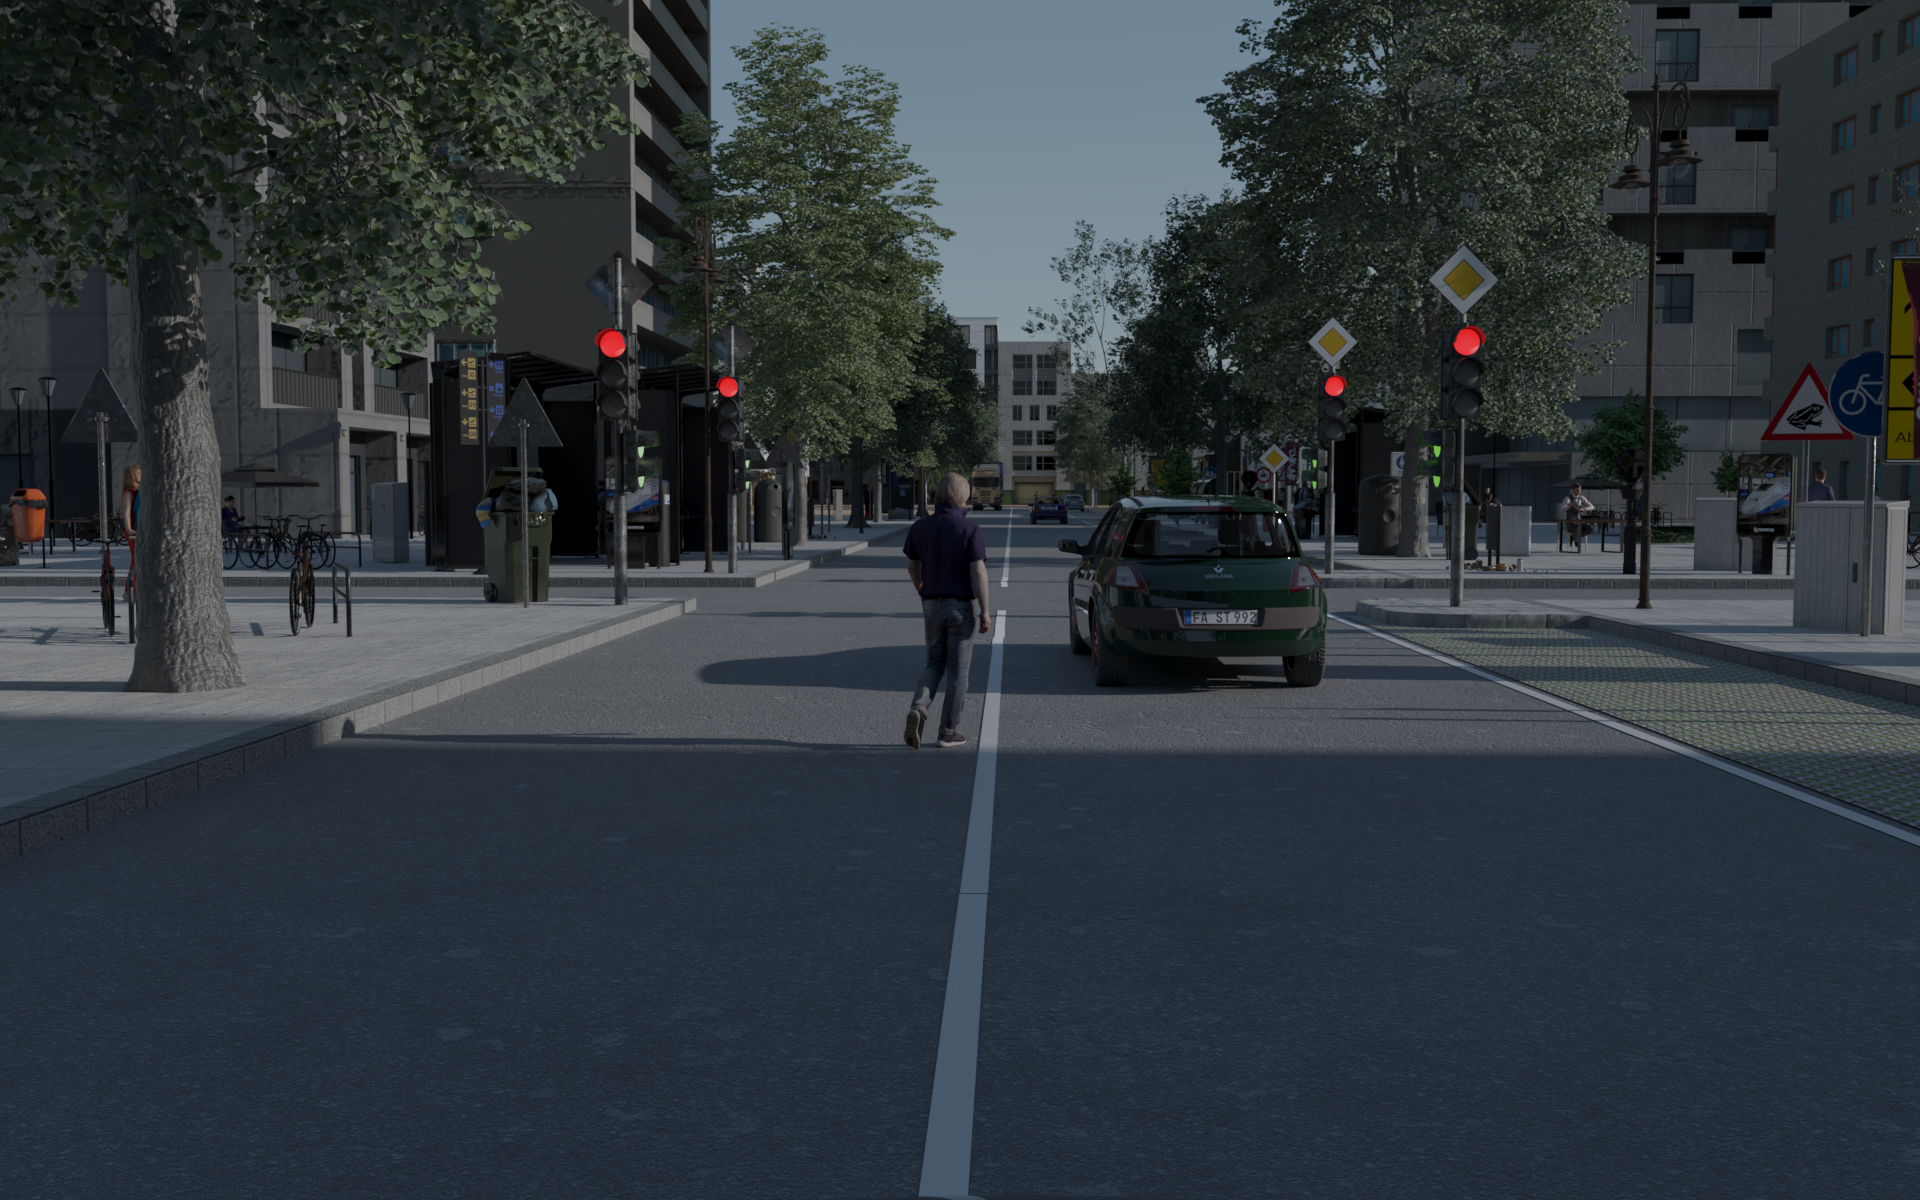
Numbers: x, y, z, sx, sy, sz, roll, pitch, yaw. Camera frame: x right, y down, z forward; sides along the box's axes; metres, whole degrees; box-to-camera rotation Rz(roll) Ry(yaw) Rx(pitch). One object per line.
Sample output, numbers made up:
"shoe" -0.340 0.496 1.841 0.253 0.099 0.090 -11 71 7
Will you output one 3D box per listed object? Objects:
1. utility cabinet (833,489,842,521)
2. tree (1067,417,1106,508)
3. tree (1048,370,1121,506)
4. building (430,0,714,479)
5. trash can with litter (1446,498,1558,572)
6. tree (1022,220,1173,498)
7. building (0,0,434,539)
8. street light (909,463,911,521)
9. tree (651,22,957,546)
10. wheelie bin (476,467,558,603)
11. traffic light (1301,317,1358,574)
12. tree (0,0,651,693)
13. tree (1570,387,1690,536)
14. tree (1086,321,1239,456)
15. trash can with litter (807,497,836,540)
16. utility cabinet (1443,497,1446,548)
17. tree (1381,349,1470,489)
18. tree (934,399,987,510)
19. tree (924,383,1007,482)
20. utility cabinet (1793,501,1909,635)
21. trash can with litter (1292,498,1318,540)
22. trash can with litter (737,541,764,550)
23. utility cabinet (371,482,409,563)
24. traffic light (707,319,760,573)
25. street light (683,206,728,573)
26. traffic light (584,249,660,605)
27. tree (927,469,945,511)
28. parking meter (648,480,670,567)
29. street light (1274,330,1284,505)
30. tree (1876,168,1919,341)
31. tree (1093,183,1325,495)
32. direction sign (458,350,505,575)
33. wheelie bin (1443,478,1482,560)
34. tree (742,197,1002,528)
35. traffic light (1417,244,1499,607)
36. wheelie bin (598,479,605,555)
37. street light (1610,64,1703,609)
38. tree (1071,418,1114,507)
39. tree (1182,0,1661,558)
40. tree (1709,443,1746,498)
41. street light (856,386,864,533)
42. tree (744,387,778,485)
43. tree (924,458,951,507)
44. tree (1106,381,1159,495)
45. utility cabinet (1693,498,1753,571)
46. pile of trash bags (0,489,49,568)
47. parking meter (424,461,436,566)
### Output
"utility cabinet" -5.806 -4.487 82.046 0.318 1.500 1.173 -1 4 -11
"tree" 12.321 -12.878 160.915 4.360 8.622 3.978 0 3 0
"tree" 13.771 -16.727 180.141 9.857 13.997 8.962 0 3 0
"building" -24.997 -28.365 87.463 21.300 48.544 21.600 0 4 2
"trash can with litter" 9.098 -1.128 29.493 1.678 1.210 2.233 0 4 2
"tree" 10.656 -16.128 119.585 12.611 20.169 13.585 0 3 0
"building" -27.534 -37.892 57.785 20.563 71.187 20.611 0 4 2
"street light" -2.425 -6.798 83.928 0.468 5.910 1.993 0 4 2
"tree" -3.914 -7.625 42.788 7.486 12.596 7.792 0 3 0
"wheelie bin" -5.224 -0.776 20.598 0.980 1.594 0.693 -3 5 -43
"traffic light" 5.896 -2.368 27.640 0.839 4.253 0.868 0 4 2
"tree" -5.107 -6.379 10.957 9.857 13.997 8.962 0 3 0
"tree" 20.461 -4.240 53.031 4.285 4.588 4.351 0 3 0
"tree" 10.678 -9.279 86.119 8.767 10.594 7.601 0 4 -5
"trash can with litter" -4.362 -2.356 49.571 1.678 1.210 2.233 -1 4 -10
"utility cabinet" 11.809 -1.829 41.066 0.306 1.237 1.020 -1 4 -10
"tree" 21.050 -7.850 78.705 4.360 8.622 3.978 0 3 0
"tree" -1.604 -12.993 138.183 9.928 11.665 9.643 0 3 0
"tree" 0.014 -16.309 173.310 9.857 13.997 8.962 0 3 0
"utility cabinet" 8.348 -0.313 16.279 0.306 1.237 1.020 -1 4 -22
"trash can with litter" 9.493 -2.284 48.726 1.055 1.170 0.624 -2 4 -26
"trash can with litter" -5.754 -1.774 40.059 2.233 1.210 1.678 2 4 35
"utility cabinet" -10.689 -1.454 32.446 0.318 1.500 1.173 -3 4 -37
"traffic light" -3.661 -2.385 27.916 0.839 4.253 0.868 0 4 2
"street light" -4.114 -3.388 28.174 0.468 5.910 1.993 0 4 2
"traffic light" -3.906 -1.897 19.935 0.839 4.253 0.868 0 4 2
"tree" -1.802 -8.295 130.226 1.663 3.219 1.824 0 3 0
"parking meter" -5.311 -1.354 30.546 0.372 1.533 0.369 0 3 0
"street light" 8.512 -4.508 46.492 0.468 5.910 1.993 0 4 2
"tree" 20.806 -5.206 35.485 4.360 8.622 3.978 0 3 0
"tree" 9.637 -9.008 64.286 9.611 12.733 9.660 0 3 0
"direction sign" -7.591 -2.176 27.577 0.379 3.537 0.876 2 4 35
"wheelie bin" 9.756 -1.578 33.714 0.693 1.594 0.980 0 4 8
"tree" -4.001 -9.103 65.844 9.611 12.733 9.660 0 3 0
"traffic light" 5.651 -1.880 19.659 0.839 4.253 0.868 0 4 2
"wheelie bin" -7.686 -1.773 36.890 0.980 1.594 0.693 1 4 19
"street light" 7.667 -2.841 19.233 0.468 5.910 1.993 0 4 2
"tree" 13.069 -13.284 167.549 4.737 8.622 4.395 0 3 0
"tree" 9.306 -7.838 34.803 9.857 13.997 8.962 0 3 0
"tree" 29.468 -4.390 66.382 1.663 3.219 1.824 0 3 0
"street light" -3.213 -5.108 56.310 0.468 5.910 1.993 0 4 2
"tree" -9.353 -8.577 90.600 4.360 8.622 3.978 0 3 0
"tree" -2.132 -10.363 119.796 4.360 8.622 3.978 0 3 0
"tree" 10.357 -8.805 94.317 4.360 8.622 3.978 0 3 0
"utility cabinet" 12.885 -1.094 29.052 1.020 1.237 0.306 2 4 33
"pile of trash bags" -17.254 -1.261 30.374 3.447 1.369 1.912 2 4 25
"parking meter" -9.447 -1.547 31.003 0.255 1.863 0.399 -1 4 -20
